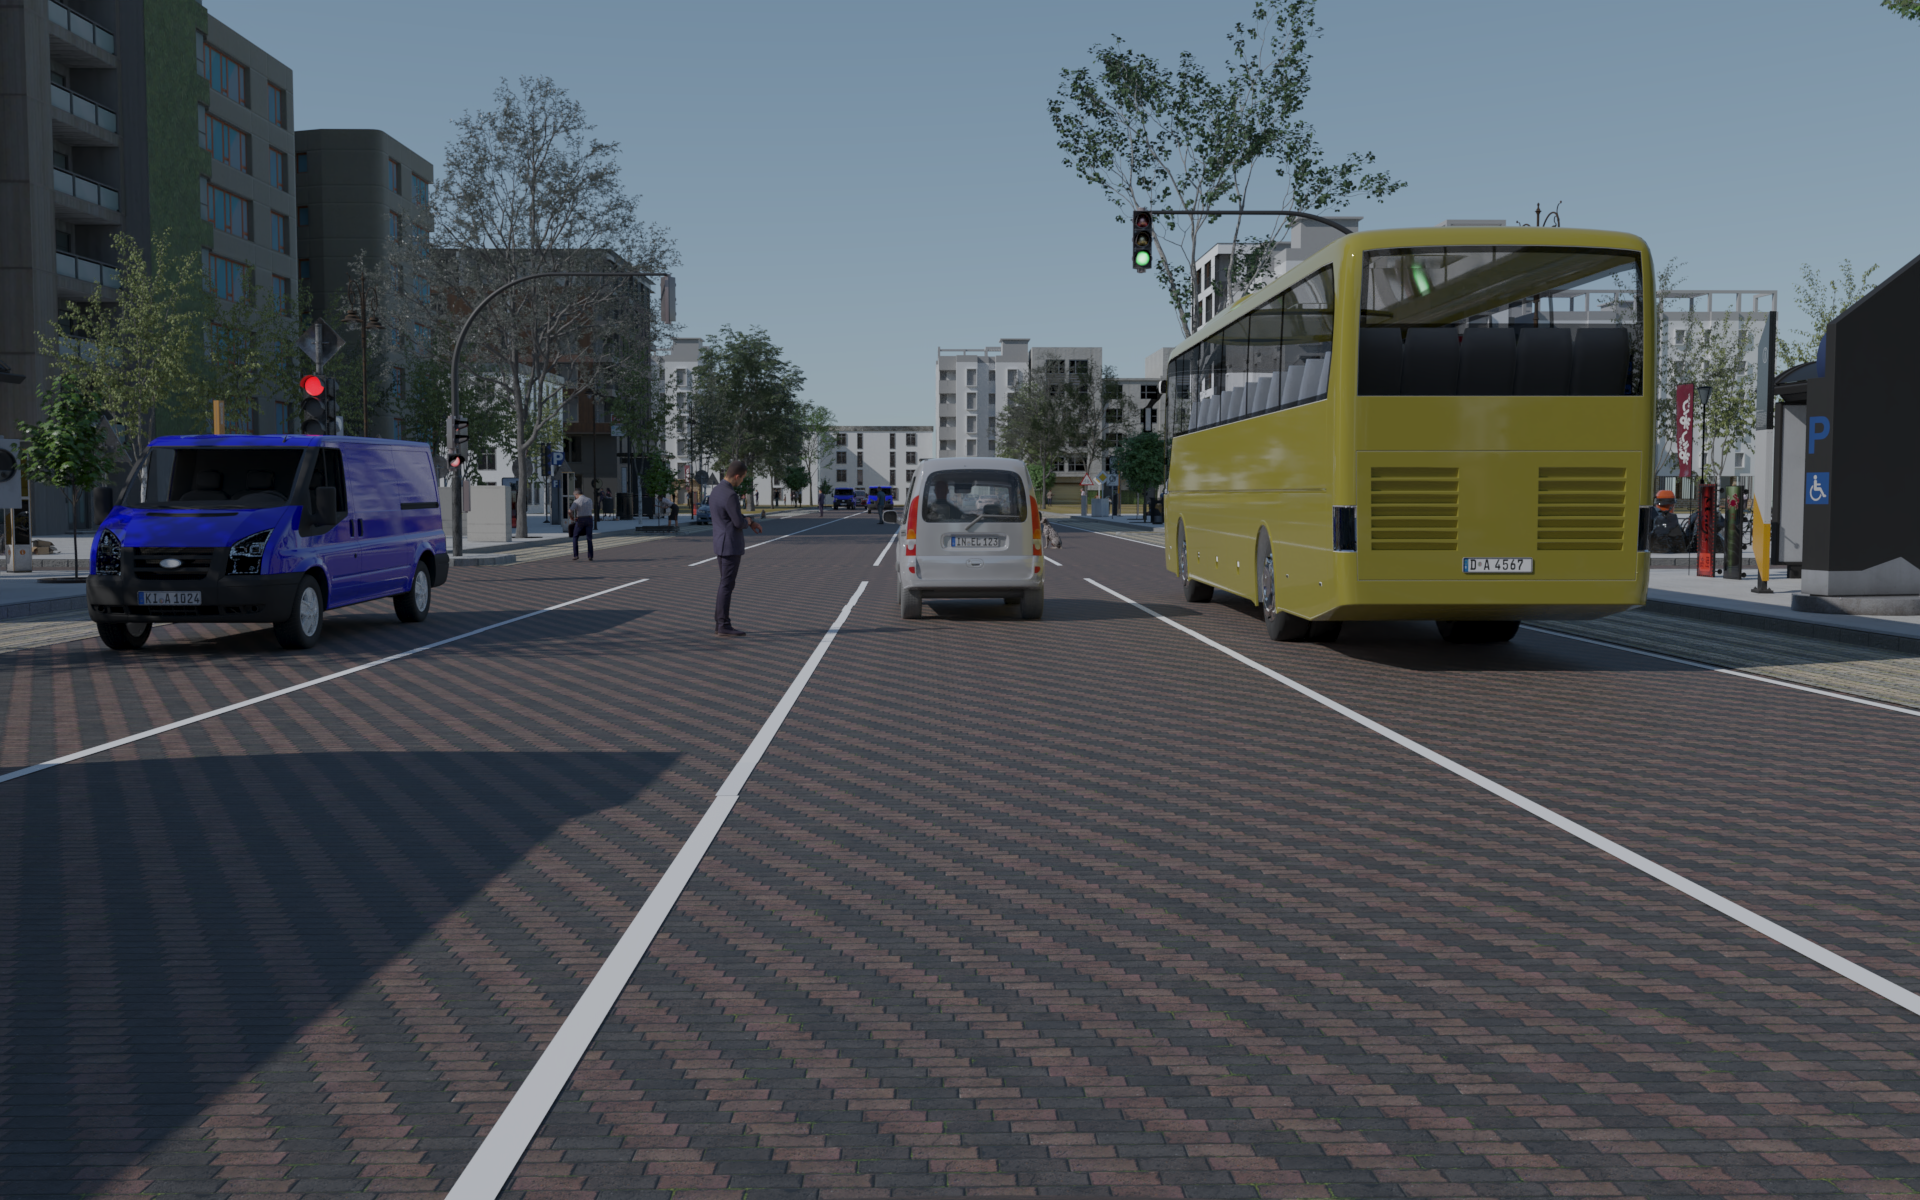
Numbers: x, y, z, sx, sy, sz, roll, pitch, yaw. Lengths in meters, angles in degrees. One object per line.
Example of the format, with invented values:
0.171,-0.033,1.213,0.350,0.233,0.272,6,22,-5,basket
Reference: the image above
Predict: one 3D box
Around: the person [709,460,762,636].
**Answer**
-2.268,-0.529,17.602,0.568,1.767,0.683,-2,4,-31,person

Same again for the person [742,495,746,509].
-18.070,-8.432,144.622,0.721,1.743,1.217,0,4,-3,person

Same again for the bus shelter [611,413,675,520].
-16.337,-6.805,88.899,2.179,5.291,8.768,0,4,-1,bus shelter

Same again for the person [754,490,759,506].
-21.900,-10.981,186.022,0.568,1.767,0.683,0,4,2,person

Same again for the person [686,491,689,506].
-29.969,-11.183,191.335,0.705,1.826,1.348,1,4,21,person

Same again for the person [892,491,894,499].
-7.185,-10.591,181.737,0.705,1.814,1.350,-1,4,-23,person

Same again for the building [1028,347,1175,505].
24.214,-21.444,217.070,31.486,18.905,16.747,0,4,-1,building

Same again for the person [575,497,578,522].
-13.560,-3.152,61.479,0.340,1.345,0.435,-1,4,-15,person

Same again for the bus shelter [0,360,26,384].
-13.493,-1.629,20.553,2.014,3.302,5.546,0,4,-1,bus shelter

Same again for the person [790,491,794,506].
-18.113,-10.951,186.567,0.415,1.643,0.593,1,4,12,person

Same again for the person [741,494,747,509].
-18.338,-8.764,149.334,1.348,1.824,0.705,3,5,41,person

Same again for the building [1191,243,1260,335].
34.464,-19.183,157.611,27.936,21.610,32.646,0,4,-1,building

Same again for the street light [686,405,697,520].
-13.486,-6.993,87.119,0.468,5.910,1.993,0,4,-1,street light

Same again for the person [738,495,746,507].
-21.576,-10.248,173.224,1.348,1.869,0.705,-1,4,-20,person

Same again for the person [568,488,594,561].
-8.192,-1.630,37.356,0.614,1.554,0.590,-3,5,-41,person

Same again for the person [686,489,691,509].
-22.907,-8.627,147.620,0.721,1.766,1.217,3,4,37,person

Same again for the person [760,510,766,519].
-11.334,-4.933,99.627,0.357,0.543,0.381,0,4,6,person

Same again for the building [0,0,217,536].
-33.689,-22.693,54.632,14.154,41.232,14.086,0,4,-1,building

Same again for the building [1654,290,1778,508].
69.445,-19.004,167.128,11.380,20.091,16.016,0,4,-1,building

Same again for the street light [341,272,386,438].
-12.442,-3.882,36.256,0.468,5.910,1.993,0,4,-1,street light

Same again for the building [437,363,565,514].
-33.022,-11.171,124.790,9.099,9.664,28.070,0,4,-1,building

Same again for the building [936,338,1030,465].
2.698,-22.038,216.735,11.380,20.091,16.016,0,4,-1,building

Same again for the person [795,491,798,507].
-16.283,-10.142,171.869,0.705,1.824,1.348,0,4,-2,person

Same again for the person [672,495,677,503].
-25.792,-9.151,156.481,0.721,1.723,1.217,-2,4,-26,person

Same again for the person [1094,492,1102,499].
10.998,-7.900,138.467,1.065,1.426,0.557,3,4,38,person

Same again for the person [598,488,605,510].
-29.198,-8.208,140.698,0.568,1.767,0.683,2,4,32,person

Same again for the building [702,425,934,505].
-17.288,-16.605,213.640,28.070,9.664,9.099,0,4,-1,building

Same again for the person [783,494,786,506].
-19.243,-10.921,190.319,0.557,1.426,1.065,0,4,4,person

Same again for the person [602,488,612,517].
-19.640,-5.432,96.328,0.593,1.643,0.415,0,4,1,person

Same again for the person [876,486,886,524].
-3.806,-4.520,82.533,0.598,1.807,0.434,-3,5,-45,person

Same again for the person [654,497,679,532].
-10.546,-3.105,62.453,0.799,1.438,0.628,-2,4,-33,person

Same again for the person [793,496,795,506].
-17.146,-10.525,181.322,0.628,1.438,0.799,-1,4,-9,person

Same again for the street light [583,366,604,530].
-13.018,-5.437,61.686,0.468,5.910,1.993,0,4,-1,street light

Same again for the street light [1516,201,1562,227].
9.177,-3.356,27.658,0.468,5.910,1.993,0,4,-1,street light

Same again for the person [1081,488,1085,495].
9.281,-7.596,131.182,0.436,1.711,0.756,2,4,34,person

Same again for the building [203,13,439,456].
-41.102,-14.158,76.528,27.650,21.520,28.899,0,4,-1,building

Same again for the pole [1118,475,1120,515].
9.588,-6.743,104.087,0.158,3.312,0.155,0,3,0,pole

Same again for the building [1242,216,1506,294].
29.387,-16.360,123.901,16.016,20.091,11.380,0,4,-1,building

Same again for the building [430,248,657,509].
-45.587,-19.208,158.018,32.646,21.610,27.936,0,4,-1,building

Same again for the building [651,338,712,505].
-37.085,-21.975,215.707,11.380,20.091,16.016,0,4,-1,building

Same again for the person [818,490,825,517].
-8.608,-5.997,107.468,0.541,1.710,0.530,-3,5,-40,person

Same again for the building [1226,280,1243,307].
29.154,-17.073,135.564,16.016,20.091,11.380,0,4,-1,building

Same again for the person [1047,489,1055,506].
9.458,-10.582,179.584,0.617,1.759,0.750,3,5,43,person

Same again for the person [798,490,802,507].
-15.744,-9.965,169.701,0.721,1.736,1.217,-1,4,-9,person

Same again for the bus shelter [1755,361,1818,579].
13.163,-1.820,23.687,2.014,3.302,5.546,0,4,-1,bus shelter

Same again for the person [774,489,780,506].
-19.104,-10.664,180.412,0.705,1.822,1.348,2,4,35,person
